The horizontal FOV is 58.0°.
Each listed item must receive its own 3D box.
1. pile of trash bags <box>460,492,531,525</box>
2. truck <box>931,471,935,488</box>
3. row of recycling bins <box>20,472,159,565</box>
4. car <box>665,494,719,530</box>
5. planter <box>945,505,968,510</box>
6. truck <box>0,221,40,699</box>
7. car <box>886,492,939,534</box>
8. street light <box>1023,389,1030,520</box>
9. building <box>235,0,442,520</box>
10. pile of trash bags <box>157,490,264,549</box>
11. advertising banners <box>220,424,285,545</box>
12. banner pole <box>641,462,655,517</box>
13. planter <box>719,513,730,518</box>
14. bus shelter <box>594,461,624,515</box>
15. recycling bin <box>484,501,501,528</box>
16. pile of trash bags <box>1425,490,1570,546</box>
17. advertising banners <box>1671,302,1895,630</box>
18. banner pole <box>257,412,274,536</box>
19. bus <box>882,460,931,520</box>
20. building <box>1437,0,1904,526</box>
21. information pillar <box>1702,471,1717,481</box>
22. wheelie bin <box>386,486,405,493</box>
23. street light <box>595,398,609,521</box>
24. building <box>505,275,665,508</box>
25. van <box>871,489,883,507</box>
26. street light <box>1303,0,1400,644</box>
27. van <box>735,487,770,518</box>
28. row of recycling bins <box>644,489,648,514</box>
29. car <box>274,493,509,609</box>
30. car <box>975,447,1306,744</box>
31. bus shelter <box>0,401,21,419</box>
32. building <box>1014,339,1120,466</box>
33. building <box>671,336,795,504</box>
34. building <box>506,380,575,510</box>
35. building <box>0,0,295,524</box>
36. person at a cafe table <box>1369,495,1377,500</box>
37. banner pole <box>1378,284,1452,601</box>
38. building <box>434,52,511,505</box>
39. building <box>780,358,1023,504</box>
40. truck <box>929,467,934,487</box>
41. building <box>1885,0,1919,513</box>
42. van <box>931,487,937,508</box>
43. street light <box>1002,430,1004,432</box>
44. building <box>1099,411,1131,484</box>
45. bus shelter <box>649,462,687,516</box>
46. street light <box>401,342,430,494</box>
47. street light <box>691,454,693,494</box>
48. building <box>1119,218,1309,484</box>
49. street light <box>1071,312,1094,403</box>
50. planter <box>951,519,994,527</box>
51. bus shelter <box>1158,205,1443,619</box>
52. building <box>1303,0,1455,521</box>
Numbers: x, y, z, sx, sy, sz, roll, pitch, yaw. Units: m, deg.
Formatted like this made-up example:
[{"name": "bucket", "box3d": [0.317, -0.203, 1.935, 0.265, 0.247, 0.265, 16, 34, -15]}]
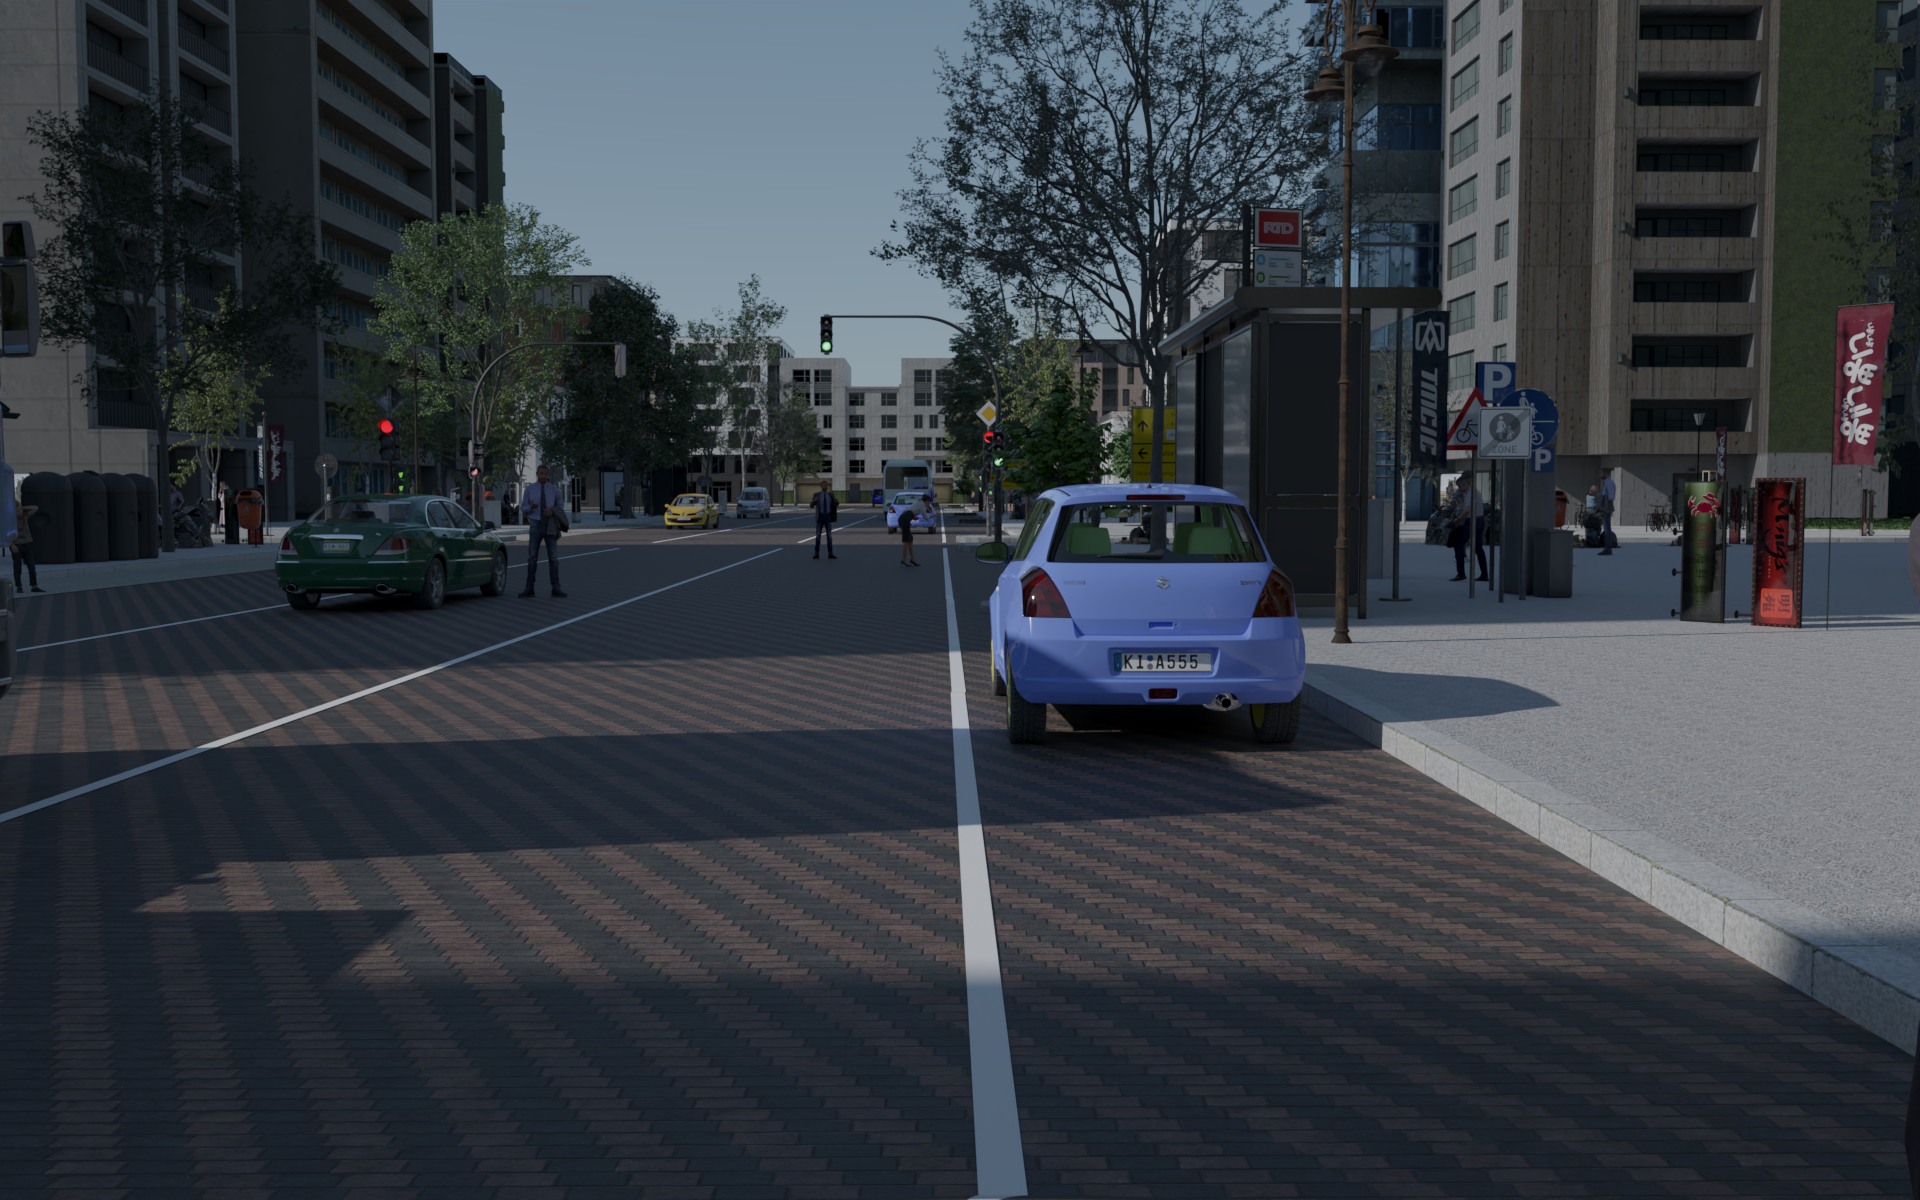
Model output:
[{"name": "pile of trash bags", "box3d": [-19.299, -3.851, 72.710, 3.447, 1.369, 1.912, 1, 4, 22]}, {"name": "truck", "box3d": [-4.314, -12.177, 188.856, 2.967, 4.110, 18.799, 0, 3, 0]}, {"name": "row of recycling bins", "box3d": [-16.523, -1.590, 33.102, 1.069, 1.692, 3.534, 0, 4, 7]}, {"name": "car", "box3d": [-10.968, -3.714, 70.953, 2.015, 1.641, 3.980, 0, 4, 1]}, {"name": "planter", "box3d": [-0.286, -8.130, 154.065, 1.991, 0.319, 1.994, 0, 4, -1]}, {"name": "truck", "box3d": [-5.795, -0.644, 0.283, 2.967, 4.110, 18.799, 0, 4, -2]}, {"name": "car", "box3d": [-1.733, -3.266, 62.998, 1.945, 1.707, 3.694, 0, 4, 1]}, {"name": "street light", "box3d": [2.699, -5.914, 69.487, 0.468, 5.910, 1.993, 0, 4, -1]}, {"name": "building", "box3d": [-42.638, -28.844, 95.299, 21.300, 48.544, 21.600, 0, 4, -1]}, {"name": "pile of trash bags", "box3d": [-18.333, -1.939, 41.457, 3.447, 1.369, 1.912, 0, 4, 5]}, {"name": "advertising banners", "box3d": [-17.858, -2.910, 43.766, 2.074, 3.025, 0.090, 1, 4, 21]}, {"name": "banner pole", "box3d": [-17.696, -6.605, 98.001, 0.863, 3.779, 0.401, 1, 4, 18]}, {"name": "planter", "box3d": [-14.842, -5.065, 103.945, 1.991, 0.319, 1.994, 0, 4, -1]}, {"name": "bus shelter", "box3d": [-21.452, -7.041, 109.047, 2.014, 3.302, 5.546, 0, 4, 0]}, {"name": "recycling bin", "box3d": [-17.647, -3.198, 64.848, 0.722, 1.027, 0.722, -2, 4, -34]}, {"name": "pile of trash bags", "box3d": [13.500, -2.064, 43.502, 3.447, 1.369, 1.912, 0, 4, 7]}, {"name": "advertising banners", "box3d": [7.860, -1.251, 16.647, 0.090, 3.025, 2.074, -3, 4, -38]}, {"name": "banner pole", "box3d": [-21.336, -3.854, 53.022, 0.401, 3.779, 0.863, -3, 5, -42]}, {"name": "bus", "box3d": [-3.041, -6.373, 99.054, 2.948, 3.499, 13.247, 0, 4, -2]}, {"name": "building", "box3d": [29.212, -18.462, 73.552, 14.107, 30.474, 14.160, 0, 4, -1]}, {"name": "information pillar", "box3d": [23.562, -3.057, 54.481, 0.304, 2.012, 0.304, -1, 4, -18]}, {"name": "wheelie bin", "box3d": [-21.461, -3.545, 65.876, 0.980, 1.594, 0.693, 0, 4, -4]}, {"name": "street light", "box3d": [-16.924, -6.686, 82.098, 0.468, 5.910, 1.993, 0, 4, -1]}, {"name": "building", "box3d": [-48.873, -20.274, 175.447, 32.646, 21.610, 27.936, 0, 4, -1]}, {"name": "van", "box3d": [-8.941, -11.660, 195.032, 2.240, 2.365, 5.245, 0, 4, -3]}, {"name": "street light", "box3d": [3.290, -2.567, 14.752, 0.468, 5.910, 1.993, 0, 4, -1]}, {"name": "van", "box3d": [-12.297, -5.878, 103.109, 2.013, 2.044, 4.112, 0, 4, 0]}, {"name": "row of recycling bins", "box3d": [-19.759, -6.577, 114.645, 1.069, 1.692, 3.534, 1, 4, 21]}, {"name": "car", "box3d": [-7.385, -0.682, 22.945, 2.131, 1.459, 4.920, 0, 4, 1]}, {"name": "car", "box3d": [1.076, -0.101, 11.248, 1.945, 1.707, 3.694, 0, 4, -1]}, {"name": "bus shelter", "box3d": [-19.509, -2.297, 31.475, 2.014, 3.302, 5.546, 0, 4, -1]}, {"name": "building", "box3d": [24.286, -24.156, 238.926, 32.646, 21.610, 27.936, 0, 4, -1]}, {"name": "building", "box3d": [-39.843, -24.119, 238.327, 32.646, 21.610, 27.936, 0, 4, -1]}, {"name": "building", "box3d": [-35.915, -12.204, 141.680, 9.099, 9.664, 28.070, 0, 4, -1]}, {"name": "building", "box3d": [-40.998, -38.857, 73.560, 20.563, 71.187, 20.611, 0, 4, -1]}, {"name": "person at a cafe table", "box3d": [31.067, -7.123, 127.316, 1.698, 1.238, 1.726, 0, 4, 7]}, {"name": "banner pole", "box3d": [5.477, -1.882, 20.794, 0.863, 3.779, 0.401, -1, 4, -8]}, {"name": "building", "box3d": [-38.563, -20.941, 114.083, 14.160, 30.474, 14.107, 0, 4, -1]}, {"name": "building", "box3d": [-7.716, -22.438, 233.323, 31.486, 18.905, 16.747, 0, 4, -1]}, {"name": "truck", "box3d": [-3.857, -10.746, 165.452, 2.967, 4.110, 18.799, 0, 4, -2]}, {"name": "building", "box3d": [54.702, -38.873, 73.825, 20.611, 71.187, 20.563, 0, 4, -1]}, {"name": "van", "box3d": [-3.134, -8.743, 147.330, 2.240, 2.365, 5.245, 0, 4, 1]}, {"name": "street light", "box3d": [2.295, -7.672, 98.221, 0.468, 5.910, 1.993, 0, 4, -1]}, {"name": "building", "box3d": [19.971, -14.313, 176.170, 9.099, 9.664, 28.070, 0, 4, -1]}, {"name": "bus shelter", "box3d": [-17.392, -6.925, 104.512, 1.731, 3.624, 6.357, 0, 4, -1]}, {"name": "street light", "box3d": [-16.554, -4.891, 52.753, 0.468, 5.910, 1.993, 0, 4, -1]}, {"name": "street light", "box3d": [-17.412, -8.536, 112.358, 0.468, 5.910, 1.993, 0, 4, -1]}, {"name": "building", "box3d": [29.240, -18.398, 144.775, 27.936, 21.610, 32.646, 0, 4, -1]}, {"name": "street light", "box3d": [3.081, -4.344, 43.819, 0.468, 5.910, 1.993, 0, 4, -1]}, {"name": "planter", "box3d": [0.600, -3.435, 77.304, 1.991, 0.319, 1.994, 0, 4, -1]}, {"name": "bus shelter", "box3d": [3.779, -2.704, 21.849, 2.179, 5.291, 8.768, 0, 4, -1]}, {"name": "building", "box3d": [27.873, -47.900, 95.844, 22.319, 86.520, 31.000, 0, 4, -1]}]
